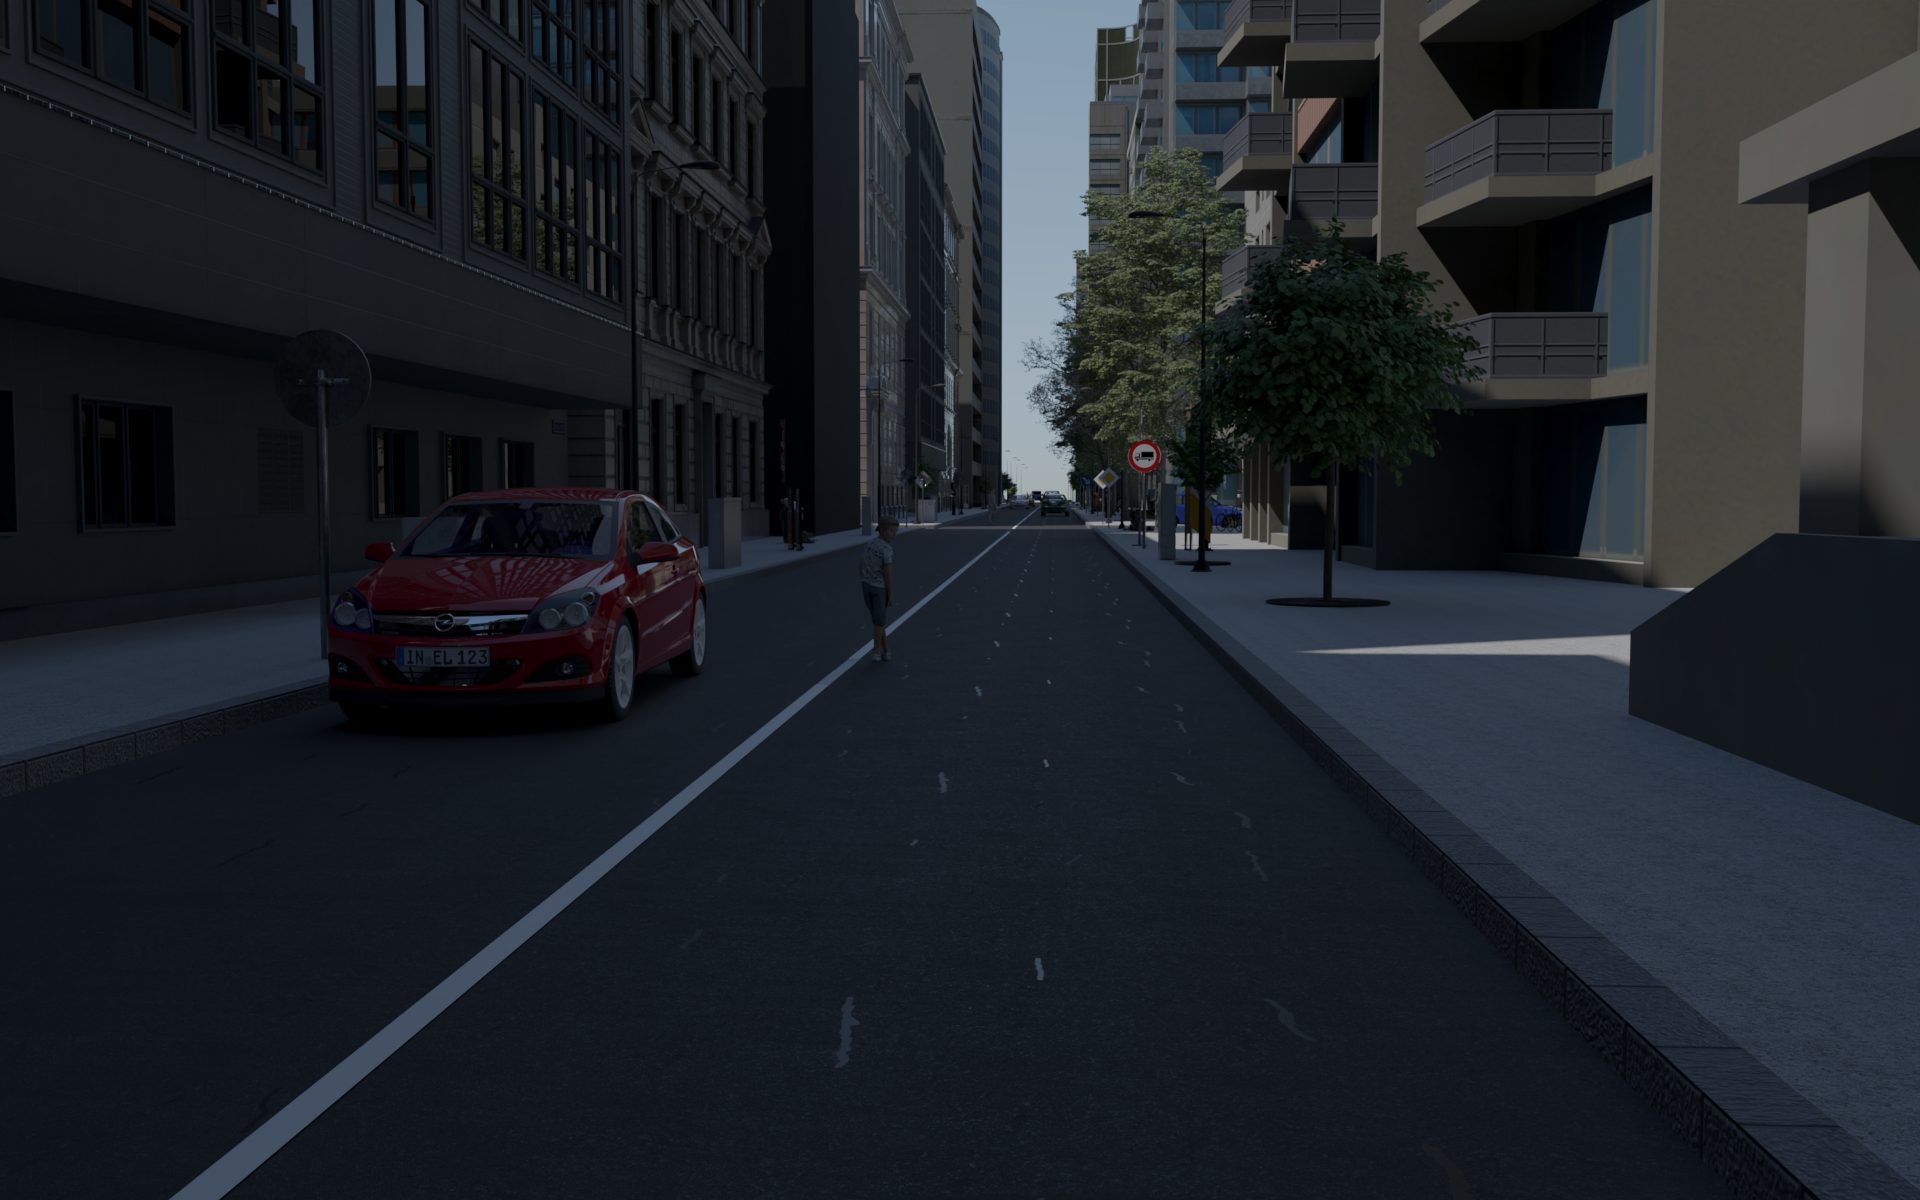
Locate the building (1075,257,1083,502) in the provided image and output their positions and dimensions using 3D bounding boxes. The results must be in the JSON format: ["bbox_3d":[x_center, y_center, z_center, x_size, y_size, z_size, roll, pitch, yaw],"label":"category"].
[{"bbox_3d":[26.942,-37.607,298.463,14.154,41.232,14.086,0,4,3],"label":"building"}]

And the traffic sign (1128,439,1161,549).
[{"bbox_3d":[4.317,-2.473,40.544,0.768,2.556,0.104,1,4,11],"label":"traffic sign"}]

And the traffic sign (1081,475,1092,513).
[{"bbox_3d":[8.476,-7.088,116.002,0.768,2.556,0.104,1,4,13],"label":"traffic sign"}]

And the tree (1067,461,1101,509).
[{"bbox_3d":[10.827,-10.171,150.003,4.285,4.588,4.351,0,3,0],"label":"tree"}]

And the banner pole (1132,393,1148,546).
[{"bbox_3d":[4.451,-3.218,42.625,0.401,3.779,0.863,0,4,2],"label":"banner pole"}]

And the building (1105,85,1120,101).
[{"bbox_3d":[26.858,-35.805,205.017,23.786,49.044,30.456,0,4,3],"label":"building"}]

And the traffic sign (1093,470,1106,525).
[{"bbox_3d":[5.972,-4.204,72.371,0.795,2.450,0.064,0,4,3],"label":"traffic sign"}]

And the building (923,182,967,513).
[{"bbox_3d":[-6.353,-20.415,131.044,12.463,27.353,25.104,0,4,3],"label":"building"}]

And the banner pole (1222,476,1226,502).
[{"bbox_3d":[15.337,-6.768,100.672,0.401,3.779,0.863,2,4,28],"label":"banner pole"}]

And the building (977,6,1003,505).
[{"bbox_3d":[-5.853,-40.686,207.213,21.231,58.520,28.212,0,4,3],"label":"building"}]

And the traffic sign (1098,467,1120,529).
[{"bbox_3d":[5.534,-3.716,64.398,0.795,2.450,0.064,0,4,3],"label":"traffic sign"}]

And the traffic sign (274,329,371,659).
[{"bbox_3d":[-4.934,-0.814,13.410,0.768,2.556,0.104,0,4,3],"label":"traffic sign"}]

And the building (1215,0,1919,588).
[{"bbox_3d":[17.045,-23.295,35.493,22.147,44.769,28.867,0,4,3],"label":"building"}]

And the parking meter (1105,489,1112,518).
[{"bbox_3d":[7.908,-5.125,92.211,0.372,1.533,0.369,0,3,0],"label":"parking meter"}]

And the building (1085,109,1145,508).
[{"bbox_3d":[28.550,-28.846,163.506,32.217,40.220,23.993,0,4,3],"label":"building"}]

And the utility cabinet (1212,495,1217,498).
[{"bbox_3d":[14.900,-5.684,104.094,1.020,1.237,0.306,0,4,-4],"label":"utility cabinet"}]

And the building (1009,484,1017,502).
[{"bbox_3d":[-6.644,-36.736,292.513,32.217,40.220,23.993,0,4,3],"label":"building"}]

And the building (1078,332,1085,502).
[{"bbox_3d":[26.378,-31.350,284.266,14.160,30.474,14.107,0,4,3],"label":"building"}]

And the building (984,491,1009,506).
[{"bbox_3d":[-9.937,-33.813,244.725,32.217,40.220,23.993,0,4,3],"label":"building"}]

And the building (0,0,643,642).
[{"bbox_3d":[-13.360,-13.834,19.687,14.314,27.812,24.014,0,4,3],"label":"building"}]

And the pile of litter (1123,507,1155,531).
[{"bbox_3d":[6.336,-2.852,60.590,1.176,0.858,1.719,0,4,-8],"label":"pile of litter"}]

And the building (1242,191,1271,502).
[{"bbox_3d":[29.895,-14.645,84.485,28.899,21.520,27.650,0,4,3],"label":"building"}]

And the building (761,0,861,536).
[{"bbox_3d":[-11.934,-13.975,58.174,15.834,23.373,12.332,0,4,3],"label":"building"}]

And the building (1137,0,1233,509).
[{"bbox_3d":[24.791,-31.258,130.669,23.786,49.044,30.456,0,4,3],"label":"building"}]

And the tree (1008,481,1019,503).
[{"bbox_3d":[7.839,-15.869,254.059,1.663,3.219,1.824,0,3,0],"label":"tree"}]

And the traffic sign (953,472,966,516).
[{"bbox_3d":[-0.053,-6.238,102.099,0.768,2.556,0.104,1,4,10],"label":"traffic sign"}]

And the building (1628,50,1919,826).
[{"bbox_3d":[19.600,-18.911,1.074,32.217,40.220,23.993,0,4,3],"label":"building"}]

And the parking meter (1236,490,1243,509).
[{"bbox_3d":[15.506,-5.358,96.013,0.372,1.533,0.369,0,3,0],"label":"parking meter"}]

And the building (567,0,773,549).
[{"bbox_3d":[-10.792,-10.815,41.454,10.561,19.102,19.286,0,4,3],"label":"building"}]

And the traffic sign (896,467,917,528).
[{"bbox_3d":[-1.998,-3.742,64.831,0.795,2.450,0.064,0,4,3],"label":"traffic sign"}]

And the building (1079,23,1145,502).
[{"bbox_3d":[28.729,-50.594,265.456,20.563,71.187,20.611,0,4,3],"label":"building"}]

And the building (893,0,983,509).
[{"bbox_3d":[-9.031,-32.713,158.556,21.300,48.544,21.600,0,4,3],"label":"building"}]

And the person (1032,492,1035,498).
[{"bbox_3d":[9.836,-13.719,233.614,0.445,1.727,0.742,2,4,24],"label":"person"}]

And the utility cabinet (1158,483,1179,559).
[{"bbox_3d":[4.101,-1.563,34.227,0.318,1.500,1.173,0,4,4],"label":"utility cabinet"}]

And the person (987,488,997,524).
[{"bbox_3d":[1.521,-4.447,81.966,0.466,1.731,0.760,0,4,6],"label":"person"}]

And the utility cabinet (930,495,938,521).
[{"bbox_3d":[-1.242,-4.363,82.500,0.306,1.237,1.020,0,4,-5],"label":"utility cabinet"}]

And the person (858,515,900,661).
[{"bbox_3d":[-0.696,-0.106,14.912,0.352,1.250,0.332,0,4,-5],"label":"person"}]

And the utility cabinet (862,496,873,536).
[{"bbox_3d":[-2.890,-2.624,54.071,0.306,1.237,1.020,0,3,0],"label":"utility cabinet"}]

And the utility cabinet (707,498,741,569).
[{"bbox_3d":[-4.093,-1.159,30.105,0.306,1.237,1.020,1,4,10],"label":"utility cabinet"}]

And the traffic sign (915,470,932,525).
[{"bbox_3d":[-1.560,-4.230,72.804,0.795,2.450,0.064,0,4,3],"label":"traffic sign"}]

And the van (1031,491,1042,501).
[{"bbox_3d":[13.310,-18.175,301.548,2.240,2.365,5.245,0,4,2],"label":"van"}]

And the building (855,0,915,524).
[{"bbox_3d":[-9.618,-18.202,83.502,13.634,28.700,20.117,0,4,3],"label":"building"}]

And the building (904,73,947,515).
[{"bbox_3d":[-8.625,-19.084,105.534,14.314,27.812,24.014,0,4,3],"label":"building"}]

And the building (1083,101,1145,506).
[{"bbox_3d":[20.546,-30.565,183.338,14.154,41.232,14.086,0,4,3],"label":"building"}]
